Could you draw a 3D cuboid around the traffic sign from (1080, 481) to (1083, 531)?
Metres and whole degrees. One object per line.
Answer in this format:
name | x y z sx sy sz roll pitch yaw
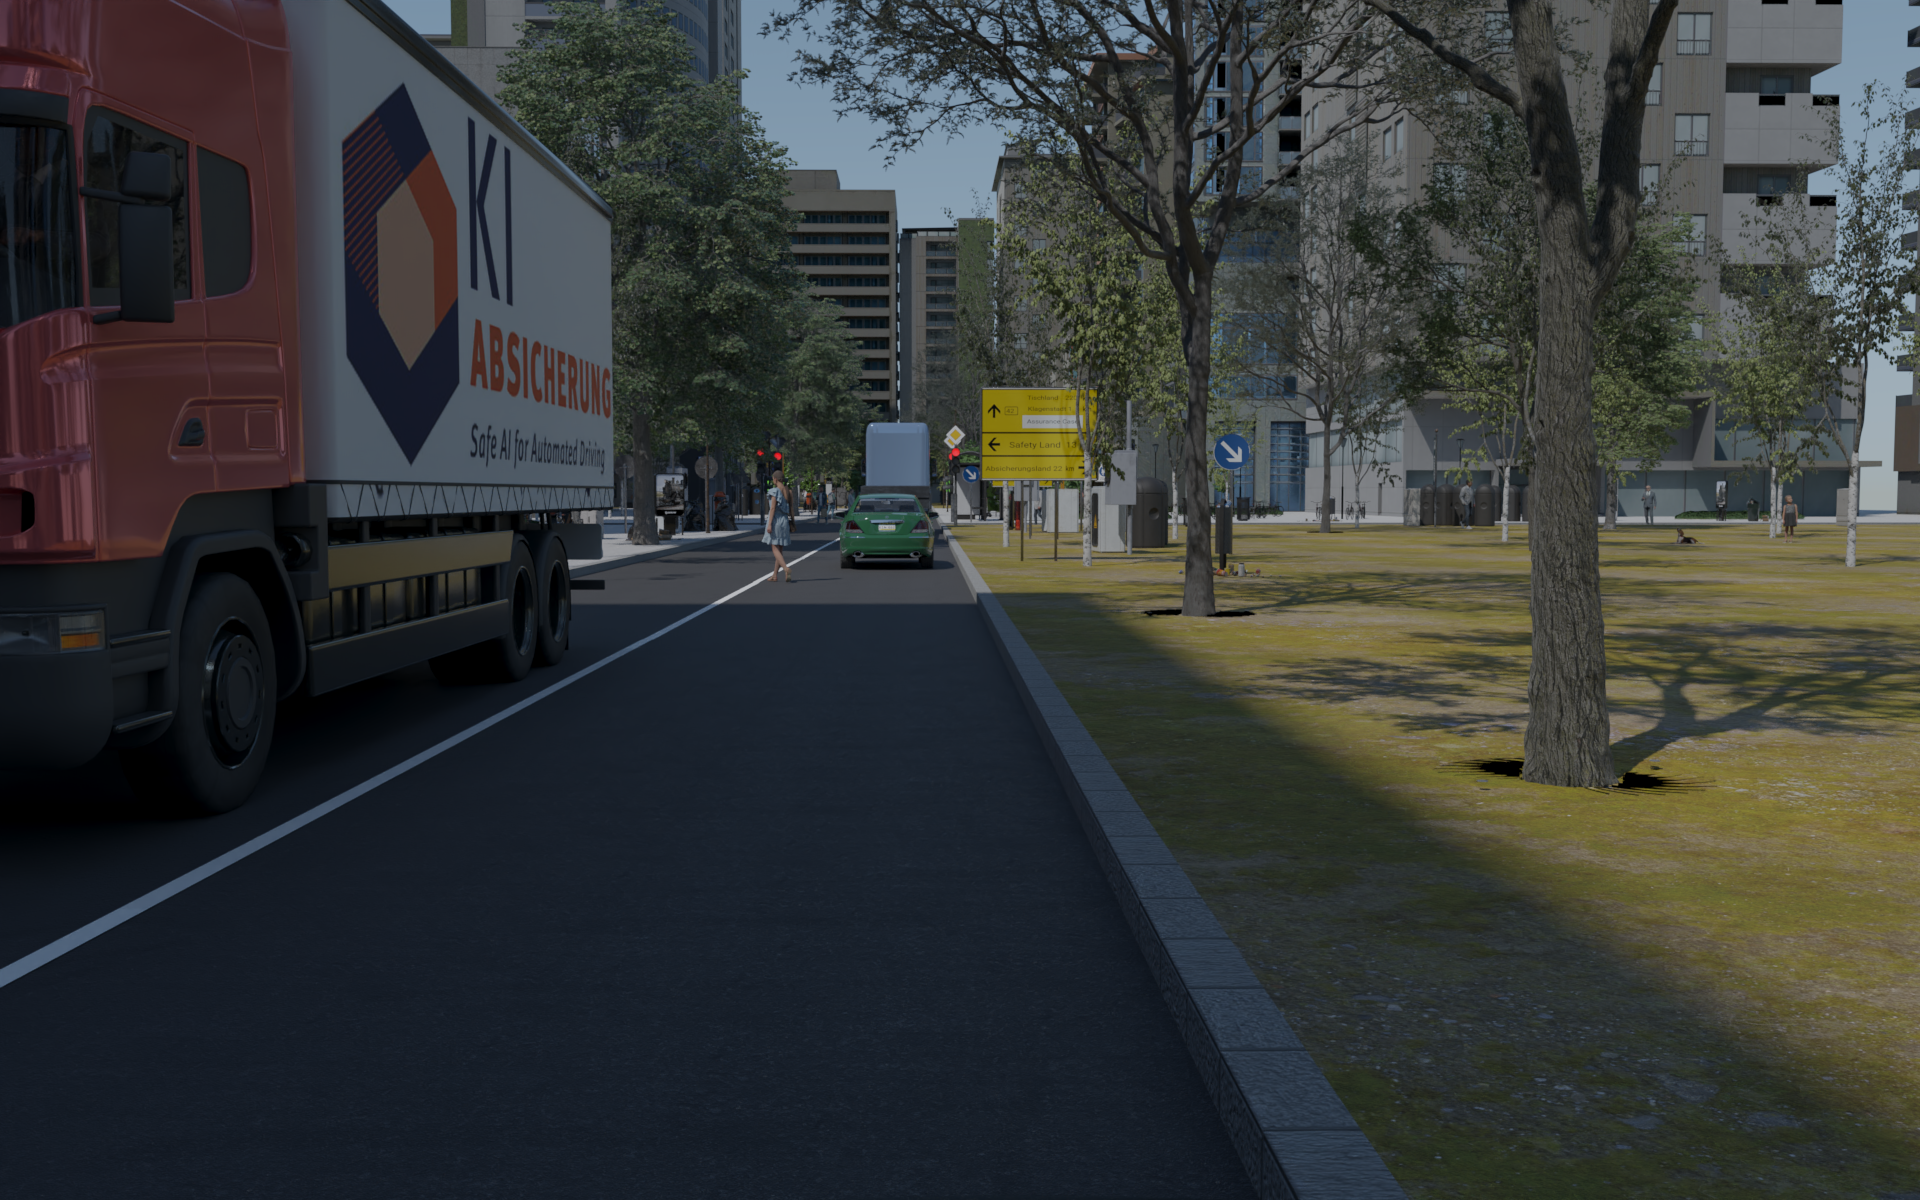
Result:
traffic sign | 4.248 -3.700 60.597 0.768 2.556 0.104 0 4 3

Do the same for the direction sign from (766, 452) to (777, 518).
direction sign | -10.182 -6.166 92.816 0.876 3.537 0.379 -3 5 -41

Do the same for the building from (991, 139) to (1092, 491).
building | 19.055 -41.334 265.047 27.495 52.752 28.713 0 4 -1

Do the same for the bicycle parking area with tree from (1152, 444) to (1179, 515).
bicycle parking area with tree | 13.349 -6.791 98.043 9.016 4.147 8.231 -3 4 -36

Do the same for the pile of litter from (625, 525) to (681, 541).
pile of litter | -8.515 -2.085 48.057 1.719 0.858 1.176 -2 4 -27

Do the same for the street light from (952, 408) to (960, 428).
street light | -0.234 -7.371 93.306 0.468 5.910 1.993 0 4 -1

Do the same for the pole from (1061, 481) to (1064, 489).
pole | 4.718 -5.257 79.795 0.158 3.312 0.155 0 3 0

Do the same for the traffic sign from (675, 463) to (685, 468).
traffic sign | -11.618 -4.342 71.100 0.768 2.556 0.104 0 4 4

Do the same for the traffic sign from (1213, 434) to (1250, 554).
traffic sign | 5.750 -2.240 36.724 0.768 2.556 0.104 0 4 4

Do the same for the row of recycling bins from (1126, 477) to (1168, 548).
row of recycling bins | 4.591 -2.165 42.511 1.069 1.692 3.534 1 4 9

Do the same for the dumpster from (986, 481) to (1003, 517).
dumpster | 2.053 -5.740 96.350 1.502 2.255 1.985 0 4 -1

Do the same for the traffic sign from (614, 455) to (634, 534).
traffic sign | -10.832 -3.422 56.052 0.768 2.556 0.104 0 4 7

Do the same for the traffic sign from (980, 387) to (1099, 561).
traffic sign | 1.510 -2.392 32.987 2.265 3.308 0.079 0 4 -1

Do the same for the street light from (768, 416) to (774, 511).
street light | -8.673 -6.484 78.797 0.468 5.910 1.993 0 4 -1

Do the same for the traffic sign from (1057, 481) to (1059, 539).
traffic sign | 2.766 -2.869 49.034 0.606 2.300 0.079 0 4 6

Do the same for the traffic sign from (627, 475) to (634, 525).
traffic sign | -13.359 -4.335 70.980 0.768 2.556 0.104 0 4 2

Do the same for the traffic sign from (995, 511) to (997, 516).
traffic sign | 2.063 -6.048 98.993 0.768 2.556 0.104 0 4 3

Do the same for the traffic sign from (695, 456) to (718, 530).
traffic sign | -8.483 -3.537 57.943 0.768 2.556 0.104 0 4 0

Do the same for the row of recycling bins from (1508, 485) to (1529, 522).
row of recycling bins | 26.118 -4.484 80.422 3.534 1.692 1.069 2 4 32

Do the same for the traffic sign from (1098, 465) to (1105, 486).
traffic sign | 4.933 -3.493 59.240 0.606 2.300 0.079 0 4 8

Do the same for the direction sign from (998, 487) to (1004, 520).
direction sign | 2.045 -5.679 84.845 0.876 3.537 0.379 -1 4 -20

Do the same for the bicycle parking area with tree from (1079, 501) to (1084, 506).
bicycle parking area with tree | 10.240 -8.797 130.835 9.016 4.147 8.231 0 4 2

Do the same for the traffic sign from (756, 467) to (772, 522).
traffic sign | -9.134 -4.927 80.666 0.768 2.556 0.104 0 4 2

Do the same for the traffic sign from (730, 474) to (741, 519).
traffic sign | -11.609 -5.365 89.848 0.606 2.300 0.079 0 4 0

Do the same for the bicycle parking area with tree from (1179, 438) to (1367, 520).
bicycle parking area with tree | 16.946 -6.232 88.900 8.231 4.147 9.016 2 4 30

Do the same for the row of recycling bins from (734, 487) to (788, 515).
row of recycling bins | -12.181 -6.090 106.682 3.534 1.692 1.069 -1 4 -19

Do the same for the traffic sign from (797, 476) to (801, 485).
traffic sign | -11.055 -7.096 116.127 0.768 2.556 0.104 0 4 2

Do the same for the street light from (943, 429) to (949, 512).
street light | -0.886 -9.200 123.211 0.468 5.910 1.993 0 4 -1

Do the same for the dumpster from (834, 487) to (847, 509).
dumpster | -10.430 -8.845 150.373 1.264 1.857 1.865 0 4 -1

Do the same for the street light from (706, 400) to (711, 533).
street light | -8.212 -5.108 56.307 0.468 5.910 1.993 0 4 -1

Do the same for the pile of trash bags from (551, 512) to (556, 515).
pile of trash bags | -17.615 -3.588 68.423 3.447 1.369 1.912 -1 4 -15

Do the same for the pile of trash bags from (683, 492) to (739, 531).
pile of trash bags | -8.693 -3.132 60.968 1.912 1.369 3.447 0 4 1

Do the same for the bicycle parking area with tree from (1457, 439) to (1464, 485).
bicycle parking area with tree | 28.366 -6.243 89.079 8.231 4.147 9.016 2 4 31

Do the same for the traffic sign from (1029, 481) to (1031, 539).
traffic sign | 2.006 -3.028 49.505 0.884 2.594 0.081 0 4 7

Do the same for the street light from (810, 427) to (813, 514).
street light | -9.305 -8.313 108.703 0.468 5.910 1.993 0 4 -1

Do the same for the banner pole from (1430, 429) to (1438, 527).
banner pole | 18.362 -4.707 66.971 0.401 3.779 0.863 0 4 6

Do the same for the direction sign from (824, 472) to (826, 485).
direction sign | -11.136 -9.428 146.137 0.876 3.537 0.379 2 4 30

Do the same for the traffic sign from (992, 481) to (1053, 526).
traffic sign | 2.292 -4.265 63.606 2.265 3.308 0.079 0 4 3

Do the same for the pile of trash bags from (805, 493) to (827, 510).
pile of trash bags | -11.500 -7.780 136.959 1.912 1.369 3.447 1 4 12

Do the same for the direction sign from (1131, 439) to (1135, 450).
direction sign | 7.057 -4.846 71.224 0.379 3.537 0.876 1 4 21

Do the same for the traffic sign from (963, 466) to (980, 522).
traffic sign | 0.505 -4.781 78.279 0.768 2.556 0.104 0 4 6

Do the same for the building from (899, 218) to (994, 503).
building | -2.062 -35.129 257.954 14.086 41.232 14.154 0 4 -1

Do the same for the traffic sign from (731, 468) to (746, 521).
traffic sign | -10.689 -5.101 83.506 0.768 2.556 0.104 1 4 8

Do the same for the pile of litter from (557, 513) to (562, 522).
pile of litter | -18.519 -4.031 79.869 1.719 0.858 1.176 -2 4 -35

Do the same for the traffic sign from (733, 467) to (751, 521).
traffic sign | -10.467 -5.085 83.138 0.884 2.594 0.081 0 4 3

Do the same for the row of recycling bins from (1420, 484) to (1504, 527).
row of recycling bins | 19.996 -3.834 69.792 1.069 1.692 3.534 -3 4 -37

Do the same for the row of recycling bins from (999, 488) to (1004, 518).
row of recycling bins | 3.174 -5.249 92.940 1.069 1.692 3.534 2 4 28

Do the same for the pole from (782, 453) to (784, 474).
pole | -8.881 -5.659 86.371 0.158 3.312 0.155 0 3 0

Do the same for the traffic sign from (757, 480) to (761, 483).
traffic sign | -9.780 -5.273 86.316 0.768 2.556 0.104 0 4 5

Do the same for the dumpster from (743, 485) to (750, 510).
dumpster | -14.017 -6.740 115.962 1.264 1.857 1.865 0 4 -1

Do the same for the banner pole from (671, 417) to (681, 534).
banner pole | -9.200 -4.010 55.574 0.401 3.779 0.863 -1 4 -11
